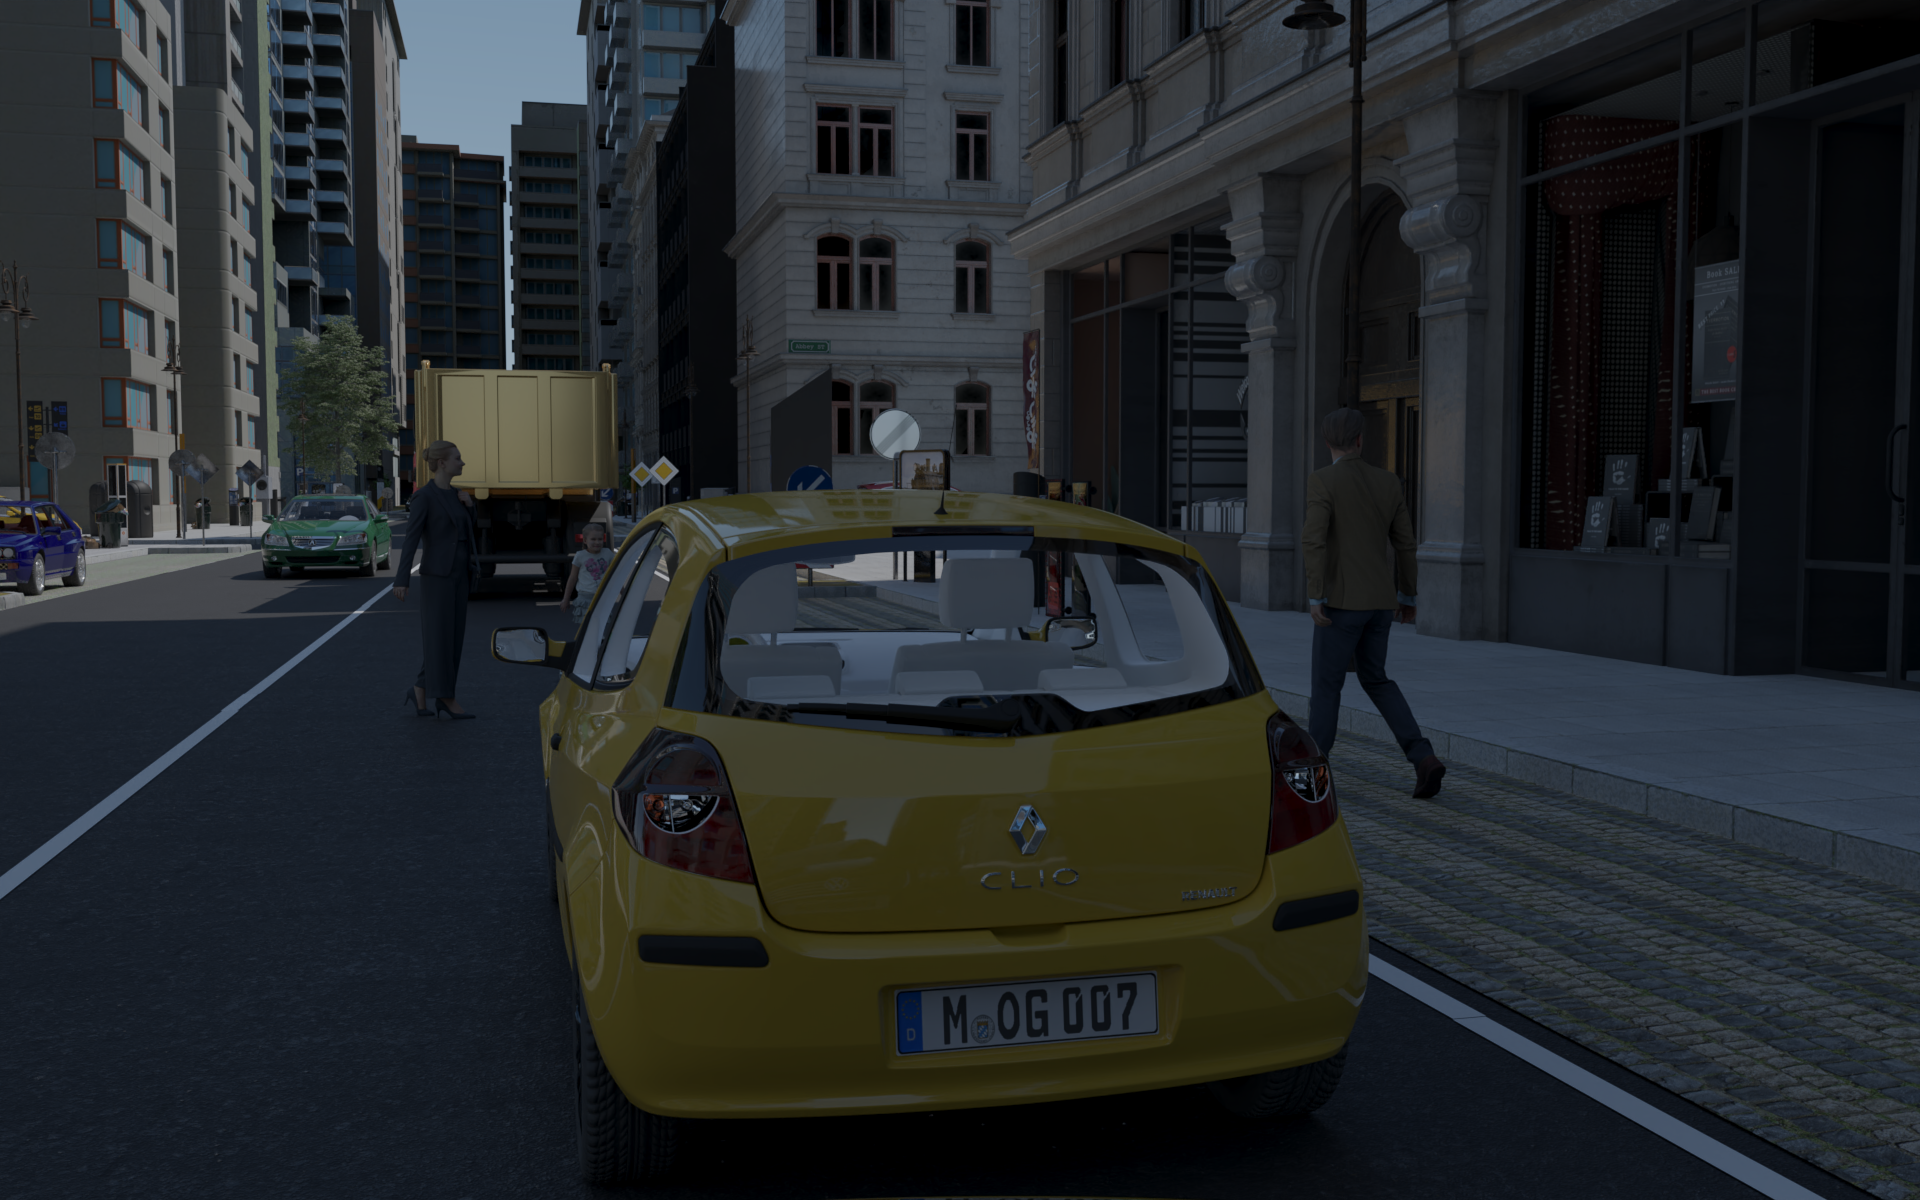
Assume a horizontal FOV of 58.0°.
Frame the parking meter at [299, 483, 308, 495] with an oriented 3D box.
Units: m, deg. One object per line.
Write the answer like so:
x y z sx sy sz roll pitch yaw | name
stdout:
-33.741 -5.098 89.062 0.255 1.863 0.399 2 4 26 | parking meter

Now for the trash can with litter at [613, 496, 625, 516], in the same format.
-19.725 -5.398 99.652 1.055 1.170 0.624 -1 4 -19 | trash can with litter

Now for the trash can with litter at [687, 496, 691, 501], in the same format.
-10.941 -3.587 69.698 1.678 1.210 2.233 -1 4 -12 | trash can with litter

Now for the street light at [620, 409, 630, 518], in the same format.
-17.884 -7.327 92.578 0.468 5.910 1.993 -1 4 -14 | street light

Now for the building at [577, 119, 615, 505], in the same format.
-35.459 -31.200 193.706 14.154 41.232 14.086 -1 4 -14 | building

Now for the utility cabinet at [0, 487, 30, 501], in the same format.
-29.752 -2.784 54.197 1.173 1.500 0.318 0 4 1 | utility cabinet

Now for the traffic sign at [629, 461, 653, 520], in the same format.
-9.766 -3.031 53.199 0.795 2.450 0.064 -1 4 -14 | traffic sign

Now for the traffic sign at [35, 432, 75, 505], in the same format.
-18.601 -2.173 35.634 0.768 2.556 0.104 -1 4 -13 | traffic sign

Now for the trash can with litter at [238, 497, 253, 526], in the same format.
-28.547 -3.527 69.056 0.624 1.170 1.055 -2 4 -32 | trash can with litter

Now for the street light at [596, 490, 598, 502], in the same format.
-26.297 -9.328 125.304 0.468 5.910 1.993 -1 4 -14 | street light

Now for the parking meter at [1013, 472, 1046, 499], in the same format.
0.789 -0.691 19.708 0.372 1.533 0.369 0 3 0 | parking meter

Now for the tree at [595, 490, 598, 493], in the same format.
-29.166 -8.713 137.052 1.663 3.219 1.824 0 3 0 | tree

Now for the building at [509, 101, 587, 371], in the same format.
-45.661 -36.420 219.167 21.600 48.544 21.300 -1 4 -14 | building

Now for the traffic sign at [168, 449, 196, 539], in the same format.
-22.124 -3.010 49.313 0.768 2.556 0.104 -1 4 -9 | traffic sign

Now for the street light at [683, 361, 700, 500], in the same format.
-9.307 -5.340 60.096 0.468 5.910 1.993 -1 4 -14 | street light

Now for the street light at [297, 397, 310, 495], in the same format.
-31.234 -6.706 82.430 0.468 5.910 1.993 -1 4 -14 | street light

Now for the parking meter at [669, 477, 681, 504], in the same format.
-9.891 -3.327 60.104 0.399 1.863 0.255 -1 4 -13 | parking meter

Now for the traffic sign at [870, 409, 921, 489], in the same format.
-0.966 -1.579 25.918 0.768 2.556 0.104 0 4 -7 | traffic sign

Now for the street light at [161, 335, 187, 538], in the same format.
-22.819 -4.748 50.417 0.468 5.910 1.993 -1 4 -14 | street light

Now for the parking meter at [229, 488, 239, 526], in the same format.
-29.370 -3.771 70.062 0.372 1.533 0.369 0 3 0 | parking meter

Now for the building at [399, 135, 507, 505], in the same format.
-70.480 -34.166 213.231 28.867 44.769 22.147 -1 4 -14 | building

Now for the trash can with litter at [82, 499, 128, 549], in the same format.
-20.114 -1.785 40.580 0.624 1.170 1.055 2 4 28 | trash can with litter

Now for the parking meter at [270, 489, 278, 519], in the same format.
-35.848 -5.020 90.486 0.372 1.533 0.369 0 3 0 | parking meter

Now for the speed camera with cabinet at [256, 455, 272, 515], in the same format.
-36.053 -5.725 87.935 2.038 3.252 0.660 0 4 -3 | speed camera with cabinet

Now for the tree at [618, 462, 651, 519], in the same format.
-16.987 -5.873 90.628 1.663 3.219 1.824 0 3 0 | tree

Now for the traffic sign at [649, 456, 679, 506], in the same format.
-7.768 -2.558 45.467 0.795 2.450 0.064 -1 4 -14 | traffic sign

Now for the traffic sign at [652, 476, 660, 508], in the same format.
-11.948 -4.079 68.821 0.606 2.300 0.079 -1 4 -13 | traffic sign

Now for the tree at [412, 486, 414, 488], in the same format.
-57.336 -11.612 184.463 1.663 3.219 1.824 0 3 0 | tree

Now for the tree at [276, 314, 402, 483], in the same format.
-39.266 -11.691 109.268 7.486 12.596 7.792 0 3 0 | tree

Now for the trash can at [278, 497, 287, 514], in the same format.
-36.116 -4.915 92.006 0.748 1.137 0.748 0 3 0 | trash can

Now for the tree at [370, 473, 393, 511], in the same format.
-45.277 -8.621 135.553 1.663 3.219 1.824 0 3 0 | tree

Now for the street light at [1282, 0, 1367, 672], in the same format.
2.821 -2.421 12.368 0.468 5.910 1.993 -1 4 -14 | street light

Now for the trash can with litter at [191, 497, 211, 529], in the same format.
-27.732 -3.162 63.093 1.055 1.170 0.624 3 5 42 | trash can with litter

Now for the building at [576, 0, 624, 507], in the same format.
-23.163 -35.801 174.578 28.713 52.752 27.495 -1 4 -14 | building

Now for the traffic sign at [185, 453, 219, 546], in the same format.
-18.661 -2.388 42.684 0.795 2.450 0.064 -1 4 -14 | traffic sign

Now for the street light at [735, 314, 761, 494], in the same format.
-5.465 -4.399 44.717 0.468 5.910 1.993 -1 4 -14 | street light

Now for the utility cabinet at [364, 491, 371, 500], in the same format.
-41.079 -6.819 120.166 0.318 1.500 1.173 -1 4 -9 | utility cabinet

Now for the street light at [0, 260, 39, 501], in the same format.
-18.657 -3.766 34.366 0.468 5.910 1.993 -1 4 -14 | street light

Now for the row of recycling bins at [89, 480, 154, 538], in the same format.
-24.994 -2.714 51.494 1.069 1.692 3.534 -3 5 -43 | row of recycling bins

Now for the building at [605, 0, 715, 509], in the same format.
-18.038 -32.204 146.143 23.786 49.044 30.456 -1 4 -14 | building

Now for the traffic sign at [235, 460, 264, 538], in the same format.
-20.659 -2.861 50.416 0.795 2.450 0.064 -1 4 -14 | traffic sign

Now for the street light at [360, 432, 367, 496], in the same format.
-39.525 -8.697 114.989 0.468 5.910 1.993 -1 4 -14 | street light

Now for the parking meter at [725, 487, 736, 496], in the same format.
-7.883 -3.118 59.398 0.372 1.533 0.369 0 3 0 | parking meter

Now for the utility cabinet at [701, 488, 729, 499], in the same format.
-8.938 -3.326 63.052 1.173 1.500 0.318 3 4 39 | utility cabinet
